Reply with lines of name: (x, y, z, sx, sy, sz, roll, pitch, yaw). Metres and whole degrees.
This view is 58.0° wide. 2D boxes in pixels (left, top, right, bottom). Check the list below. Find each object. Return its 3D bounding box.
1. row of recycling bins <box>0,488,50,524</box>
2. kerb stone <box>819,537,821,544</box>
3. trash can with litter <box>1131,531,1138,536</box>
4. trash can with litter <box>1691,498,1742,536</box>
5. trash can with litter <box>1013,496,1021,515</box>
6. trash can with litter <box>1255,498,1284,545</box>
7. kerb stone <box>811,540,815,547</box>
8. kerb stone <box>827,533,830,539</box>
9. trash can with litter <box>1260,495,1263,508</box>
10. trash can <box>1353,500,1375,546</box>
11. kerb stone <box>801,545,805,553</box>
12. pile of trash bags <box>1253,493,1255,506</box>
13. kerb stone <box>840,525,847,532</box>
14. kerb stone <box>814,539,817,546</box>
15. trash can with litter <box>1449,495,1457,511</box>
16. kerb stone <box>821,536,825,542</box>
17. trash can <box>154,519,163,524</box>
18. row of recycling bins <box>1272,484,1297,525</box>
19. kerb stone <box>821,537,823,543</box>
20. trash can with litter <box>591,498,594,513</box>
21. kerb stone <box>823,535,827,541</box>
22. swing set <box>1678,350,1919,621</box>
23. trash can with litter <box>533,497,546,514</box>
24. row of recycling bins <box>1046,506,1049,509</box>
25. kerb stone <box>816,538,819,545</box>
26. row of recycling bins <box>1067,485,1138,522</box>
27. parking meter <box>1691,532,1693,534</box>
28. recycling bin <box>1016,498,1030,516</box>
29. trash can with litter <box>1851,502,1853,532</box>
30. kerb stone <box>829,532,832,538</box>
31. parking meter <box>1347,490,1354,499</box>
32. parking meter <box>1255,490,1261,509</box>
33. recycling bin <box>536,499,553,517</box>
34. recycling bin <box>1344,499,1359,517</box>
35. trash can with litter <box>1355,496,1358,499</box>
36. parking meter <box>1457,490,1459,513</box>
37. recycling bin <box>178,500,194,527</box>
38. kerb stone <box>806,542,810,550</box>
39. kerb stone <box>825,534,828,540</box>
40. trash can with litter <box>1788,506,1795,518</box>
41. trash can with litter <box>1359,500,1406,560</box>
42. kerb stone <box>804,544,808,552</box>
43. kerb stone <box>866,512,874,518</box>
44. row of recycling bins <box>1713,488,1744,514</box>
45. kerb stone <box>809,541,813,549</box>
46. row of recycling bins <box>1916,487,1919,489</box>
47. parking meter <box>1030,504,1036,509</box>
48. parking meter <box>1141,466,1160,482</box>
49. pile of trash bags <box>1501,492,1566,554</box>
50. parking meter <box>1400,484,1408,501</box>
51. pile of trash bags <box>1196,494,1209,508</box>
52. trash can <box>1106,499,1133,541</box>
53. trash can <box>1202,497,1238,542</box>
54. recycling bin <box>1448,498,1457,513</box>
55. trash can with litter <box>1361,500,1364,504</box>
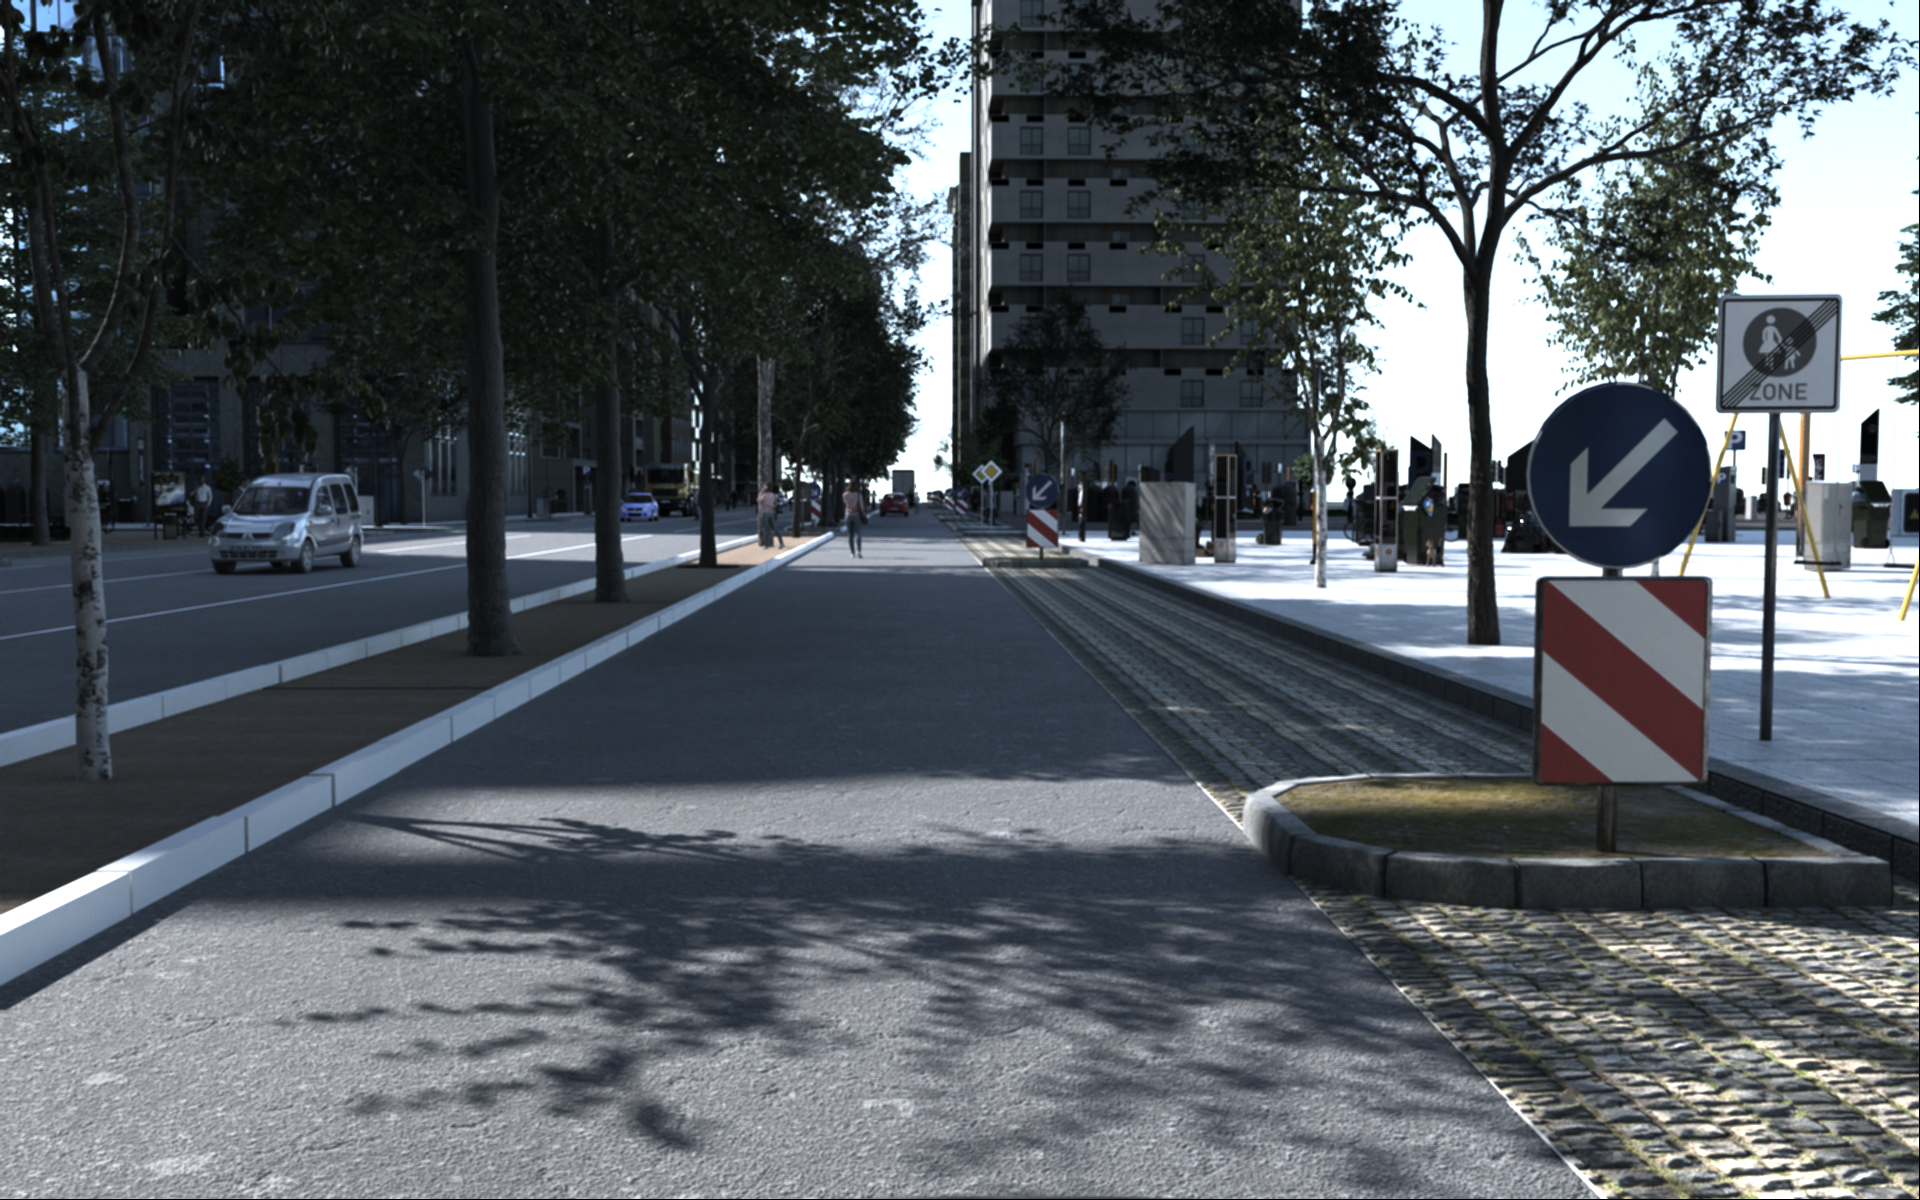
row of recycling bins: (-41.339, -4.155, 75.054, 3.534, 1.692, 1.069, -1, 4, -8)
kerb stone: (-4.056, -1.607, 48.466, 0.120, 0.150, 1.000, 0, 4, -2)
trash can with litter: (5.841, -2.616, 53.834, 2.233, 1.210, 1.678, -2, 4, -34)
trash can with litter: (23.339, -2.616, 53.825, 1.678, 1.210, 2.233, -1, 4, -13)
trash can with litter: (3.573, -5.731, 105.089, 0.624, 1.170, 1.055, 0, 4, -5)
trash can with litter: (7.789, -1.991, 43.933, 0.624, 1.170, 1.055, -1, 4, -15)
kerb stone: (-3.957, -1.419, 45.389, 0.120, 0.150, 1.000, 0, 4, -2)
kerb stone: (-4.194, -1.920, 53.590, 0.120, 0.150, 1.000, 0, 4, -2)
trash can with litter: (19.275, -6.035, 109.729, 1.678, 1.210, 2.233, 3, 4, 36)
trash can: (10.115, -1.913, 42.934, 0.748, 1.137, 0.748, 0, 3, 0)
kerb stone: (-3.848, -1.168, 41.288, 0.120, 0.150, 1.000, 0, 4, -2)
pile of trash bags: (18.174, -6.563, 117.056, 3.447, 1.369, 1.912, 1, 4, 20)
kerb stone: (-4.596, -2.831, 68.474, 0.120, 0.150, 1.000, 0, 4, -2)
kerb stone: (-3.990, -1.481, 46.410, 0.120, 0.150, 1.000, 0, 4, -2)
trash can with litter: (35.944, -7.170, 128.293, 1.678, 1.210, 2.233, 0, 4, -2)
kerb stone: (-4.104, -1.730, 50.513, 0.120, 0.150, 1.000, 0, 4, -2)
trash can: (-33.799, -3.772, 73.321, 0.748, 1.137, 0.748, 0, 3, 0)
row of recycling bins: (13.523, -3.992, 72.377, 1.069, 1.692, 3.534, 1, 4, 9)
kerb stone: (-4.077, -1.669, 49.491, 0.120, 0.150, 1.000, 0, 4, -2)
trash can with litter: (-25.581, -6.631, 119.799, 0.624, 1.170, 1.055, -2, 4, -34)
kerb stone: (-4.127, -1.788, 51.536, 0.120, 0.150, 1.000, 0, 4, -2)
swing set: (10.056, -1.336, 19.460, 2.862, 2.851, 3.119, -2, 4, -28)
trash can with litter: (-27.145, -6.155, 112.017, 1.055, 1.170, 0.624, 1, 4, 14)
row of recycling bins: (7.000, -7.546, 130.489, 3.534, 1.692, 1.069, 1, 4, 20)
kerb stone: (-4.026, -1.542, 47.435, 0.120, 0.150, 1.000, 0, 4, -2)
row of recycling bins: (6.693, -4.474, 80.261, 3.534, 1.692, 1.069, 3, 4, 37)
parking meter: (23.481, -2.895, 55.746, 0.372, 1.533, 0.369, 0, 3, 0)
recycling bin: (3.773, -5.430, 101.337, 0.722, 1.027, 0.722, -3, 5, -45)
trash can with litter: (29.881, -2.870, 58.309, 0.624, 1.170, 1.055, -1, 4, -9)
kerb stone: (-4.212, -1.983, 54.613, 0.120, 0.150, 1.000, 0, 4, -2)
parking meter: (23.462, -5.850, 104.061, 0.372, 1.533, 0.369, 0, 3, 0)
parking meter: (17.926, -5.854, 104.123, 0.372, 1.533, 0.369, 0, 3, 0)
recycling bin: (-23.247, -5.164, 96.986, 0.722, 1.027, 0.722, 1, 4, 12)
recycling bin: (22.265, -5.262, 98.583, 0.722, 1.027, 0.722, 2, 4, 24)
trash can with litter: (32.464, -7.905, 140.639, 0.624, 1.170, 1.055, 0, 4, 2)
parking meter: (27.801, -5.369, 96.187, 0.372, 1.533, 0.369, 0, 3, 0)
recycling bin: (-30.605, -3.401, 68.164, 0.722, 1.027, 0.722, -2, 4, -35)
kerb stone: (-3.906, -1.291, 43.345, 0.120, 0.150, 1.000, 0, 4, -2)
kerb stone: (-4.158, -1.854, 52.561, 0.120, 0.150, 1.000, 0, 4, -2)
trash can with litter: (44.386, -4.879, 90.834, 1.678, 1.210, 2.233, -3, 5, -40)
trash can with litter: (8.456, -1.378, 33.921, 1.055, 1.170, 0.624, -2, 4, -23)
kerb stone: (-3.878, -1.230, 42.311, 0.120, 0.150, 1.000, 0, 4, -2)
kerb stone: (-5.741, -5.401, 110.495, 0.120, 0.150, 1.000, 0, 4, -2)
row of recycling bins: (48.599, -6.354, 111.005, 3.534, 1.692, 1.069, -1, 4, -11)
kerb stone: (-3.932, -1.351, 44.367, 0.120, 0.150, 1.000, 0, 4, -2)
row of recycling bins: (56.904, -5.807, 102.049, 1.069, 1.692, 3.534, 3, 4, 37)
parking meter: (4.195, -5.592, 99.837, 0.372, 1.533, 0.369, 0, 3, 0)
parking meter: (4.041, -1.900, 36.774, 0.399, 1.863, 0.255, -3, 5, -42)
pile of trash bags: (13.636, -1.745, 38.290, 3.447, 1.369, 1.912, -3, 4, -38)
parking meter: (25.774, -5.804, 100.611, 0.399, 1.863, 0.255, -2, 4, -28)
pile of trash bags: (14.800, -6.004, 107.918, 1.912, 1.369, 3.447, 0, 4, -1)
trash can: (4.394, -2.211, 47.810, 0.748, 1.137, 0.748, 0, 3, 0)
trash can: (6.653, -1.963, 43.747, 0.748, 1.137, 0.748, 0, 3, 0)
recycling bin: (31.152, -5.891, 108.873, 0.722, 1.027, 0.722, -2, 4, -32)
trash can with litter: (30.437, -7.176, 128.384, 2.233, 1.210, 1.678, 0, 4, -5)
